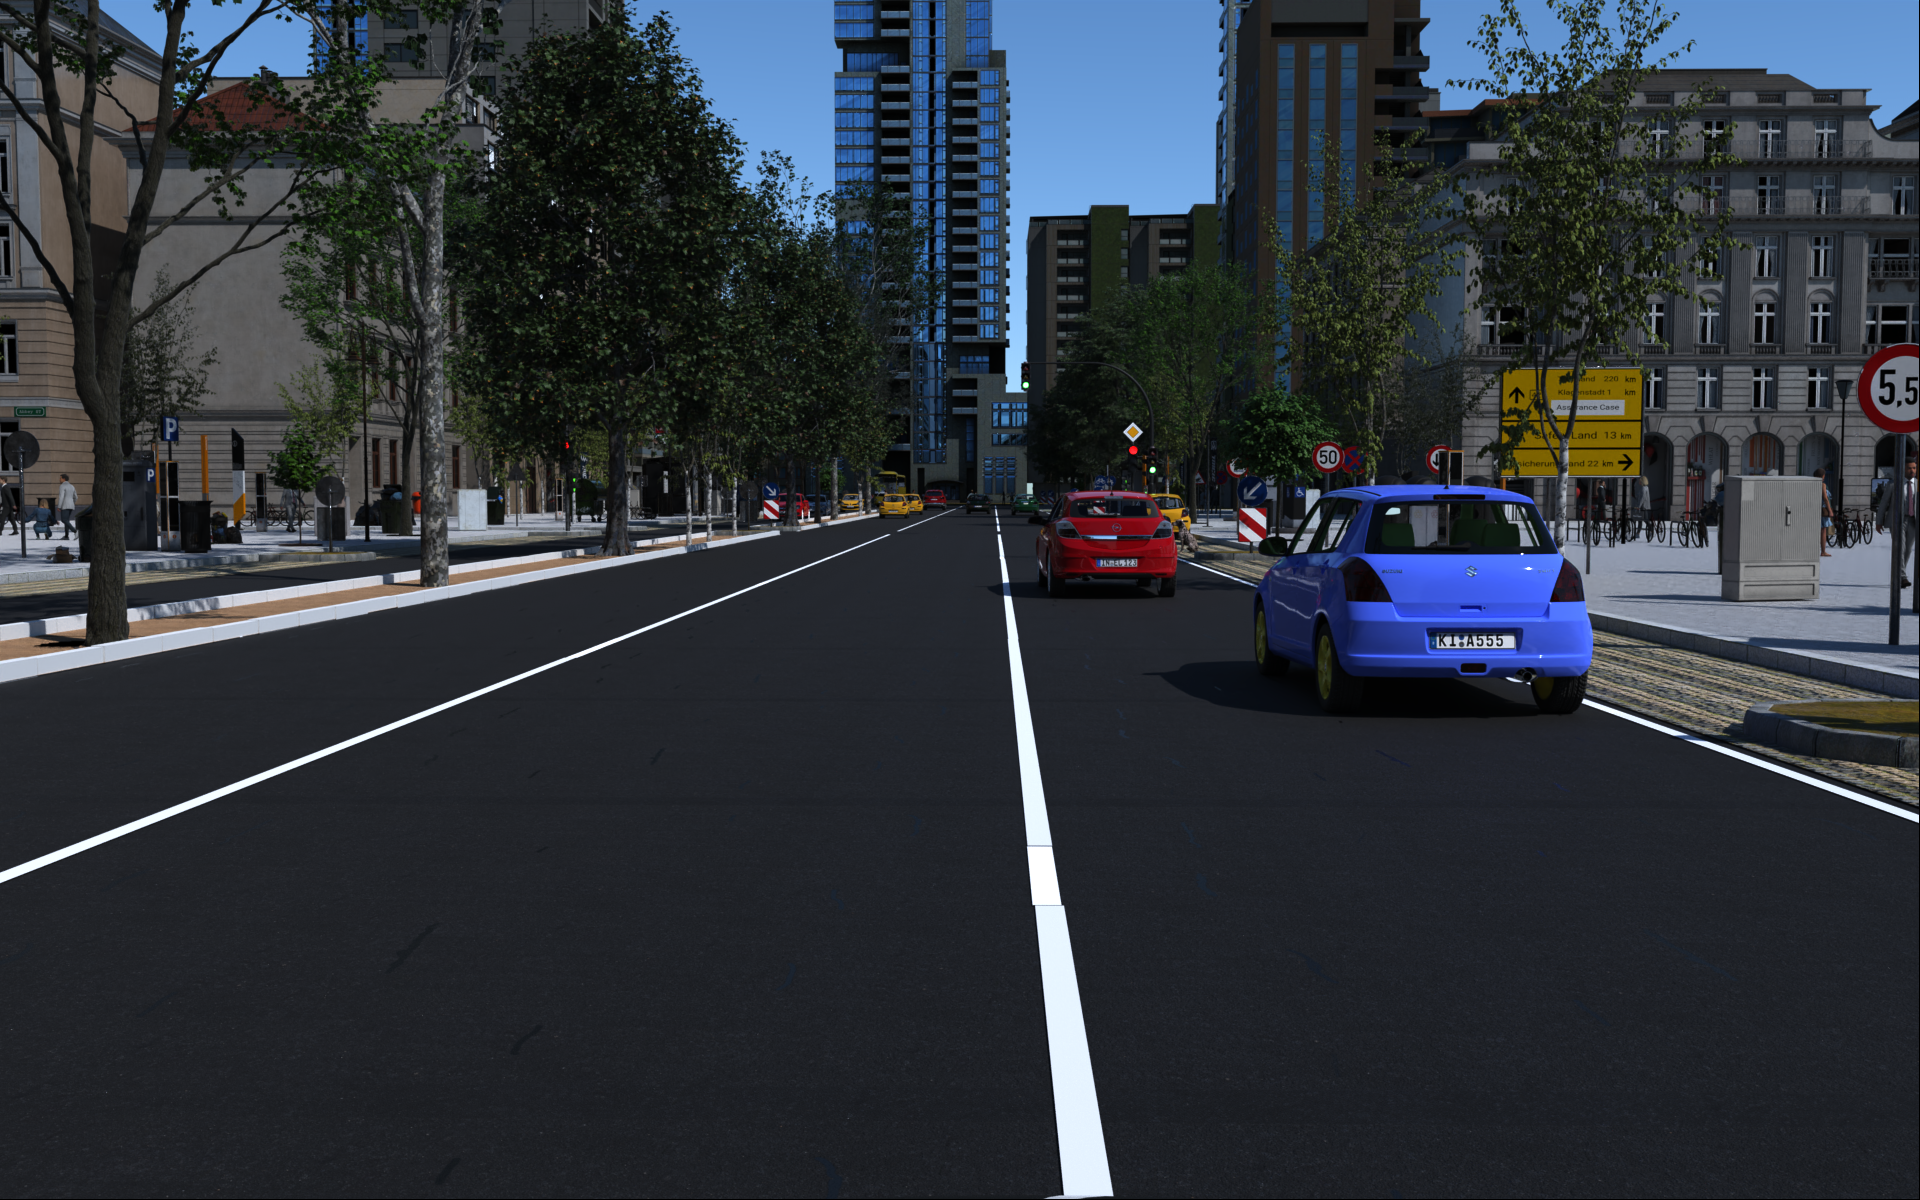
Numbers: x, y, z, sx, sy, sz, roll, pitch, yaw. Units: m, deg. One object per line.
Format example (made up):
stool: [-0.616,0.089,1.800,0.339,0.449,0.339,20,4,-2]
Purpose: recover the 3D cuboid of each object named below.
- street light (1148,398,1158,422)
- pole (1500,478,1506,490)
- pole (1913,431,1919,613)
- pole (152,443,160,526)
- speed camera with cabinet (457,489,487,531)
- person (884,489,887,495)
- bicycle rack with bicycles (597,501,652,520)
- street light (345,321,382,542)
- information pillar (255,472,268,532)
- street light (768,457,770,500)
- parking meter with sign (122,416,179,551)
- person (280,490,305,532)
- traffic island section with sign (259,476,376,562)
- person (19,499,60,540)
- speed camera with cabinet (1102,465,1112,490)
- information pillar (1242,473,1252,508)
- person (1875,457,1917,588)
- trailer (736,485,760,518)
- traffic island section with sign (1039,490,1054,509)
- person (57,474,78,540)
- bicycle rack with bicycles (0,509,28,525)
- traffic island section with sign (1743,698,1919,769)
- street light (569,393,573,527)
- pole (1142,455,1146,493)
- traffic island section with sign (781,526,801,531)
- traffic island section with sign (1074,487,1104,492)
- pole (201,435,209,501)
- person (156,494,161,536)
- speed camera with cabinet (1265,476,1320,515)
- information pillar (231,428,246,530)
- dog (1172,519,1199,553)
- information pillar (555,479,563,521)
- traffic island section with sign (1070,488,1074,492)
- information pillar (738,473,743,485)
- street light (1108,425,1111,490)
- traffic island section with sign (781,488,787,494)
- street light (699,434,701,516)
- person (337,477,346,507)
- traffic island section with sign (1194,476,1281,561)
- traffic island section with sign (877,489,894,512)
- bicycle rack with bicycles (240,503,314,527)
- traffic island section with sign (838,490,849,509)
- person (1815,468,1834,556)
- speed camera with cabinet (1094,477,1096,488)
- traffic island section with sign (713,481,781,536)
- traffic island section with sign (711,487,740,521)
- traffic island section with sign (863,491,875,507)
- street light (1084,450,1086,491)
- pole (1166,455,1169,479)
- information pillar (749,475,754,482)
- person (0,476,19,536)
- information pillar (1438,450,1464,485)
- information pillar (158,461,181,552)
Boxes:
street light: [9.025,-6.630,81.196,0.468,5.910,1.993,0,4,1]
pole: [21.569,-4.586,68.817,0.158,3.312,0.155,0,3,0]
pole: [10.389,-1.513,18.576,0.158,3.312,0.155,0,3,0]
pole: [-31.772,-4.565,68.480,0.158,3.312,0.155,0,3,0]
speed camera with cabinet: [-17.492,-4.025,60.141,2.038,3.252,0.660,-1,4,-15]
person: [-5.494,-7.281,127.881,0.374,1.781,0.599,1,4,23]
bicycle rack with bicycles: [-16.526,-4.434,85.883,2.925,0.926,2.852,-1,4,-20]
street light: [-15.959,-4.507,46.470,0.468,5.910,1.993,0,4,1]
information pillar: [-23.719,-3.321,58.795,0.304,2.012,0.304,-1,4,-9]
street light: [-14.297,-9.584,129.484,0.468,5.910,1.993,0,4,1]
parking meter with sign: [-18.607,-2.626,39.197,1.738,3.016,0.543,1,4,10]
person: [-22.360,-3.157,57.927,0.850,1.792,0.678,3,5,39]
traffic island section with sign: [-13.750,-1.756,37.344,1.989,1.847,2.006,0,4,1]
person: [-25.857,-2.268,48.619,1.012,1.151,0.738,-2,4,-23]
speed camera with cabinet: [10.741,-7.577,118.213,2.038,3.252,0.660,0,4,3]
information pillar: [9.210,-3.111,55.360,0.304,2.012,0.304,-1,4,-13]
person: [12.978,-1.068,23.781,0.678,1.792,0.850,0,4,5]
trailer: [-12.937,-5.932,104.034,1.471,1.999,3.904,0,4,2]
traffic island section with sign: [8.748,-9.836,169.443,1.989,1.847,2.006,0,4,1]
person: [-24.741,-2.582,48.112,0.795,1.843,0.661,1,4,10]
bicycle rack with bicycles: [-40.674,-3.575,71.837,2.925,0.926,2.852,2,4,25]
traffic island section with sign: [5.629,-0.070,9.772,1.989,1.847,2.006,0,4,1]
street light: [-15.461,-5.844,68.330,0.468,5.910,1.993,0,4,1]
pole: [9.620,-5.906,90.402,0.158,3.312,0.155,0,3,0]
traffic island section with sign: [-7.285,-3.640,67.642,2.006,1.907,1.989,0,4,1]
traffic island section with sign: [7.253,-5.118,92.302,1.989,1.847,2.006,0,4,1]
pole: [-26.133,-4.044,59.968,0.158,3.312,0.155,0,3,0]
person: [-24.612,-2.608,52.948,0.640,1.303,0.475,0,3,0]
speed camera with cabinet: [11.110,-3.929,58.576,2.038,3.252,0.660,0,4,-4]
information pillar: [-25.452,-4.265,61.087,0.504,3.616,0.183,1,4,21]
dog: [5.592,-1.540,42.022,0.513,0.831,0.800,-3,4,-36]
information pillar: [-19.352,-4.834,83.525,0.304,2.012,0.304,-2,4,-30]
traffic island section with sign: [7.779,-6.783,119.524,1.989,1.847,2.006,0,4,1]
information pillar: [-17.384,-8.859,136.196,0.183,3.616,0.504,0,4,5]
street light: [9.611,-8.489,111.574,0.468,5.910,1.993,0,4,1]
traffic island section with sign: [-12.124,-6.869,120.933,1.989,1.847,2.006,0,4,1]
street light: [-14.880,-7.723,99.052,0.468,5.910,1.993,0,4,1]
person: [-18.587,-2.781,51.848,0.374,1.781,0.599,-1,4,-15]
traffic island section with sign: [6.185,-1.795,37.973,1.989,1.847,2.006,0,4,1]
traffic island section with sign: [-5.826,-8.234,142.767,2.006,1.907,1.989,0,4,1]
bicycle rack with bicycles: [-27.315,-3.441,69.637,2.925,0.926,2.852,-1,4,-16]
traffic island section with sign: [-11.164,-9.860,169.841,1.989,1.847,2.006,0,4,1]
person: [17.472,-1.782,35.280,0.778,1.811,0.616,-1,4,-12]
speed camera with cabinet: [10.991,-8.790,138.048,0.660,3.252,2.038,0,4,6]
traffic island section with sign: [-7.439,-3.187,60.237,2.006,1.907,1.989,0,4,1]
traffic island section with sign: [-12.639,-5.221,93.983,1.989,1.847,2.006,0,4,1]
traffic island section with sign: [-10.634,-11.515,196.892,1.989,1.847,2.006,0,4,1]
street light: [10.267,-10.370,142.336,0.468,5.910,1.993,0,4,1]
pole: [10.693,-5.840,89.332,0.158,3.312,0.155,0,3,0]
information pillar: [-16.172,-8.723,133.983,0.504,3.616,0.183,-2,4,-24]
person: [-29.562,-2.921,53.574,0.755,1.850,0.659,-2,4,-24]
information pillar: [8.294,-1.518,29.307,0.304,2.012,0.304,-1,4,-19]
information pillar: [-17.601,-2.085,38.577,0.304,2.012,0.304,2,4,33]
